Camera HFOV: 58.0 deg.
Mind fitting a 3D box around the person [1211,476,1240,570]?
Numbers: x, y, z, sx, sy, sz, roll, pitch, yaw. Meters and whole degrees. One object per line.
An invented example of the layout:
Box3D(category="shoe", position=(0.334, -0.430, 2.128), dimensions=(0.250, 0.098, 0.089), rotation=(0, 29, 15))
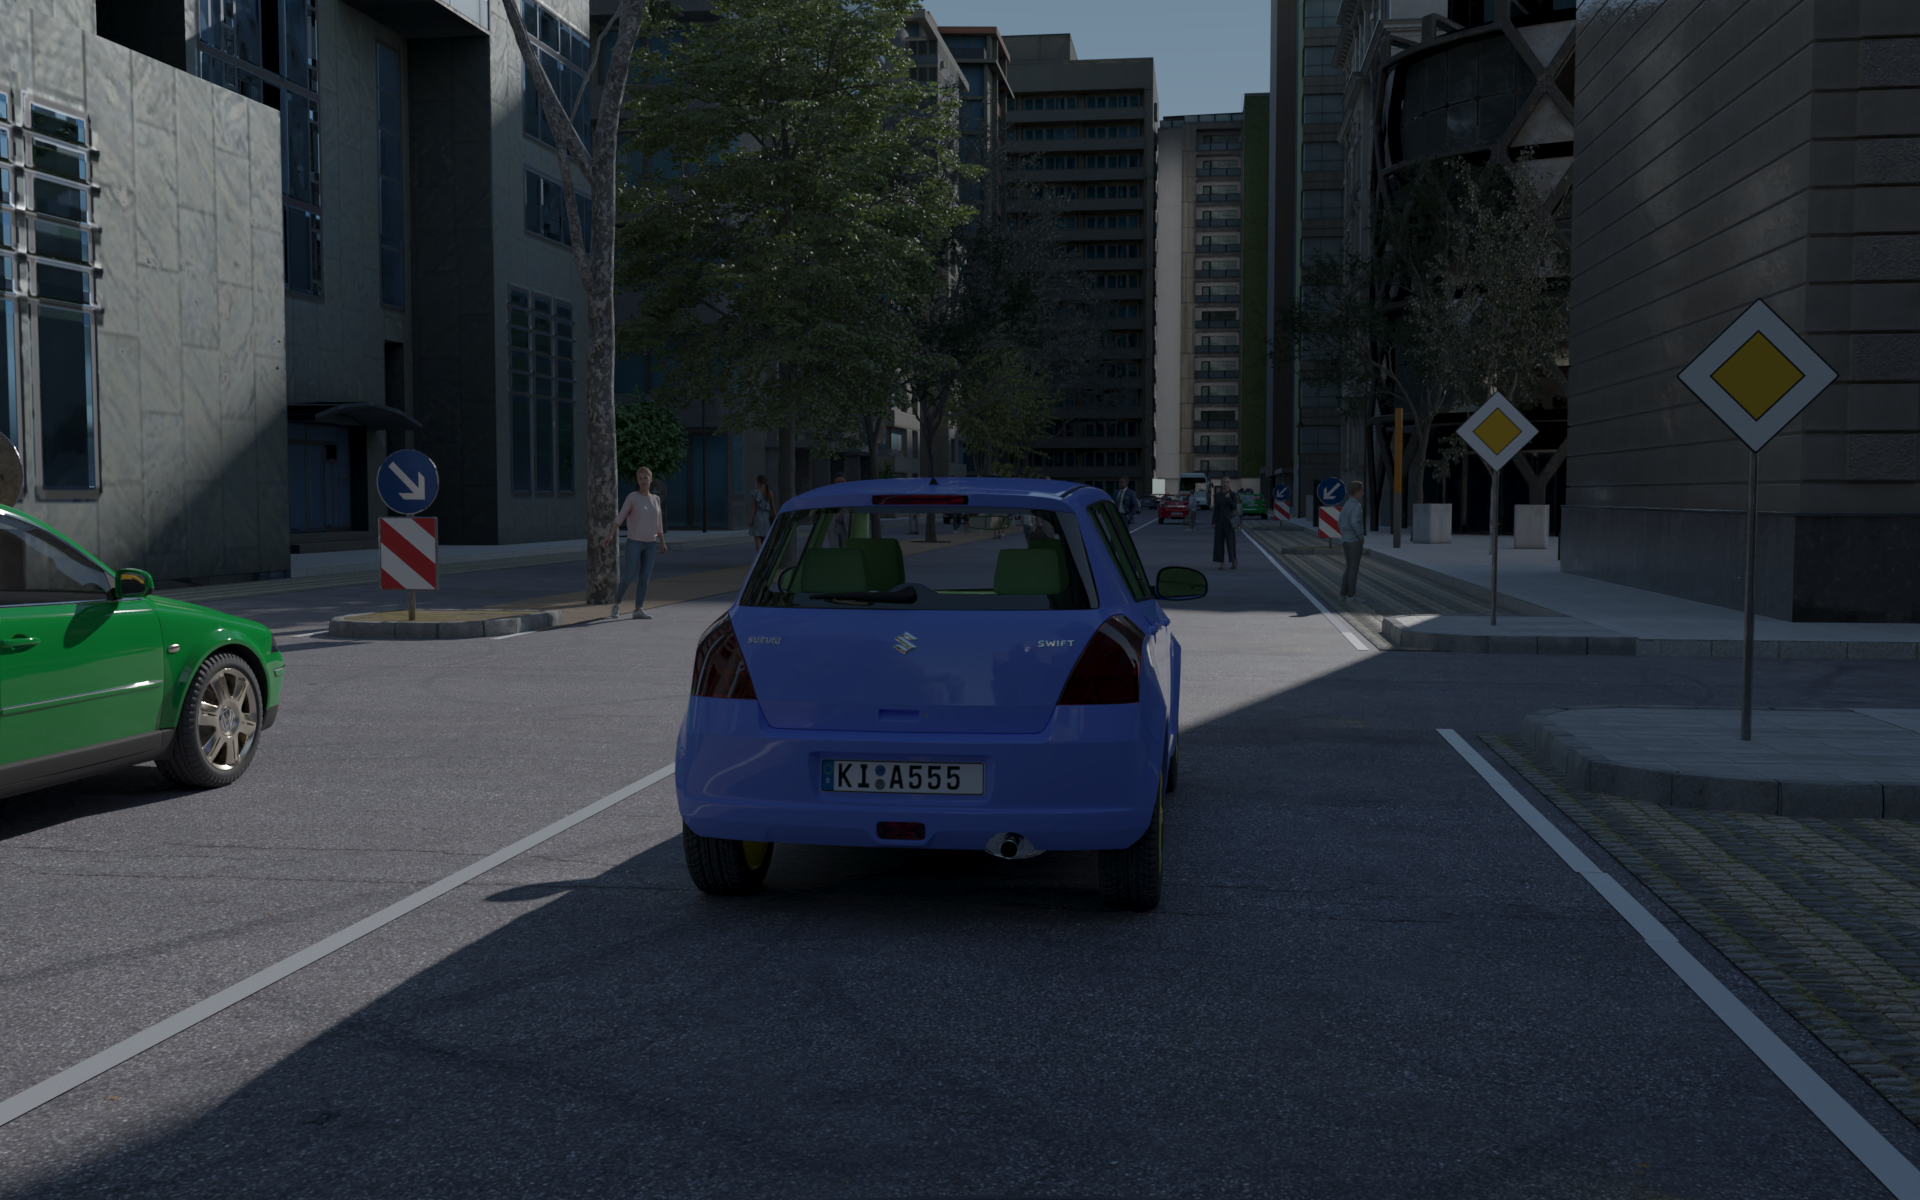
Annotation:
Box3D(category="person", position=(5.045, -1.470, 32.955), dimensions=(0.576, 1.772, 0.534), rotation=(1, 4, 18))

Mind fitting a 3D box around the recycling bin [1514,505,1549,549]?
Box3D(category="recycling bin", position=(13.403, -1.716, 40.612), dimensions=(0.722, 1.027, 0.722), rotation=(2, 4, 24))

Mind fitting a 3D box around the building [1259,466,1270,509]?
Box3D(category="building", position=(37.586, -43.737, 153.344), dimensions=(20.563, 71.187, 20.611), rotation=(0, 4, 8))

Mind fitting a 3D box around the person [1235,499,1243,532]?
Box3D(category="person", position=(10.629, -3.236, 66.091), dimensions=(0.332, 1.250, 0.352), rotation=(1, 4, 20))

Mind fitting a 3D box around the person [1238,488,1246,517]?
Box3D(category="person", position=(17.877, -6.178, 109.514), dimensions=(0.705, 1.824, 1.348), rotation=(3, 5, 39))

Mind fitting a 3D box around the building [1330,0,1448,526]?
Box3D(category="building", position=(24.400, -17.773, 77.981), dimensions=(14.401, 28.519, 23.554), rotation=(0, 4, 8))

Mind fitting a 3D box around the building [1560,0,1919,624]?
Box3D(category="building", position=(21.097, -13.644, 20.345), dimensions=(25.104, 27.353, 12.463), rotation=(0, 4, 8))

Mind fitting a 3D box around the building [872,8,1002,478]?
Box3D(category="building", position=(-13.078, -27.210, 136.768), dimensions=(32.217, 40.220, 23.993), rotation=(0, 4, 8))

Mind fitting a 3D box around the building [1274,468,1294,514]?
Box3D(category="building", position=(38.014, -25.993, 116.864), dimensions=(32.217, 40.220, 23.993), rotation=(0, 4, 8))

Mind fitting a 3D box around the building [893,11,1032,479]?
Box3D(category="building", position=(-8.505, -30.932, 160.369), dimensions=(28.867, 44.769, 22.147), rotation=(0, 4, 8))

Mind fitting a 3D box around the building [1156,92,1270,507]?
Box3D(category="building", position=(27.566, -30.391, 180.493), dimensions=(14.086, 41.232, 14.154), rotation=(0, 4, 8))

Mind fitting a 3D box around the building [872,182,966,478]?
Box3D(category="building", position=(-15.259, -16.263, 110.938), dimensions=(27.650, 21.520, 28.899), rotation=(0, 4, 8))

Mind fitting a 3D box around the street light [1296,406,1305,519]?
Box3D(category="street light", position=(17.772, -7.206, 90.600), dimensions=(0.468, 5.910, 1.993), rotation=(0, 4, 8))

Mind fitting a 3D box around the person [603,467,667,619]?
Box3D(category="person", position=(-3.808, -0.657, 19.908), dimensions=(0.598, 1.740, 0.731), rotation=(3, 4, 38))

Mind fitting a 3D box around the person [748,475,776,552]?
Box3D(category="person", position=(-3.846, -1.548, 33.904), dimensions=(0.616, 1.811, 0.778), rotation=(-1, 4, -17))

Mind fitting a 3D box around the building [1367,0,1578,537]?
Box3D(category="building", position=(22.073, -11.608, 57.250), dimensions=(16.820, 18.784, 16.811), rotation=(0, 4, 8))

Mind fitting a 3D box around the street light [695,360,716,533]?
Box3D(category="street light", position=(-8.499, -5.178, 57.443), dimensions=(0.468, 5.910, 1.993), rotation=(0, 4, 8))

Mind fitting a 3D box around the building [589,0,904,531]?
Box3D(category="building", position=(-15.570, -27.715, 72.741), dimensions=(23.786, 49.044, 30.456), rotation=(0, 4, 8))

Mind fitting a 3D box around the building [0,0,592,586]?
Box3D(category="building", position=(-21.775, -44.083, 33.433), dimensions=(22.319, 86.520, 31.000), rotation=(0, 4, 8))

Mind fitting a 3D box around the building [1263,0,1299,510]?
Box3D(category="building", position=(31.716, -29.805, 137.416), dimensions=(14.600, 45.320, 14.200), rotation=(0, 4, 8))

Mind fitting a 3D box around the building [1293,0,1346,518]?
Box3D(category="building", position=(26.265, -25.385, 98.637), dimensions=(14.154, 41.232, 14.086), rotation=(0, 4, 8))

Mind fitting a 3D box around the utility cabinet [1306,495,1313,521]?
Box3D(category="utility cabinet", position=(16.597, -4.301, 81.480), dimensions=(0.306, 1.237, 1.020), rotation=(-1, 4, -10))

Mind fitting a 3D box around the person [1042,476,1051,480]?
Box3D(category="person", position=(1.771, -1.647, 35.527), dimensions=(0.767, 1.812, 0.694), rotation=(2, 4, 33))

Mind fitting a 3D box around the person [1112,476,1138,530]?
Box3D(category="person", position=(3.287, -1.634, 35.396), dimensions=(0.721, 1.800, 0.419), rotation=(2, 4, 28))

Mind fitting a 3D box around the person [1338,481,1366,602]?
Box3D(category="person", position=(5.185, -0.765, 22.823), dimensions=(0.330, 1.601, 0.589), rotation=(0, 3, 0))

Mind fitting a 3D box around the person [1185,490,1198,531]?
Box3D(category="person", position=(9.053, -3.503, 67.588), dimensions=(0.589, 1.601, 0.330), rotation=(-3, 5, -44))

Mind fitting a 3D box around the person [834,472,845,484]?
Box3D(category="person", position=(-1.967, -1.196, 28.330), dimensions=(0.678, 1.792, 0.850), rotation=(-1, 4, -12))

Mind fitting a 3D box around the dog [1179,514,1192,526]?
Box3D(category="dog", position=(10.252, -3.775, 78.564), dimensions=(0.800, 0.831, 0.513), rotation=(1, 4, 17))

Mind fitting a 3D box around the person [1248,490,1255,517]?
Box3D(category="person", position=(18.533, -6.190, 110.647), dimensions=(0.436, 1.711, 0.756), rotation=(-1, 4, -23))

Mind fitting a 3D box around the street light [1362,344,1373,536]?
Box3D(category="street light", position=(12.479, -4.923, 53.285), dimensions=(0.468, 5.910, 1.993), rotation=(0, 4, 8))

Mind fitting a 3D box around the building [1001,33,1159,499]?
Box3D(category="building", position=(10.478, -34.443, 186.849), dimensions=(21.600, 48.544, 21.300), rotation=(0, 4, 8))
